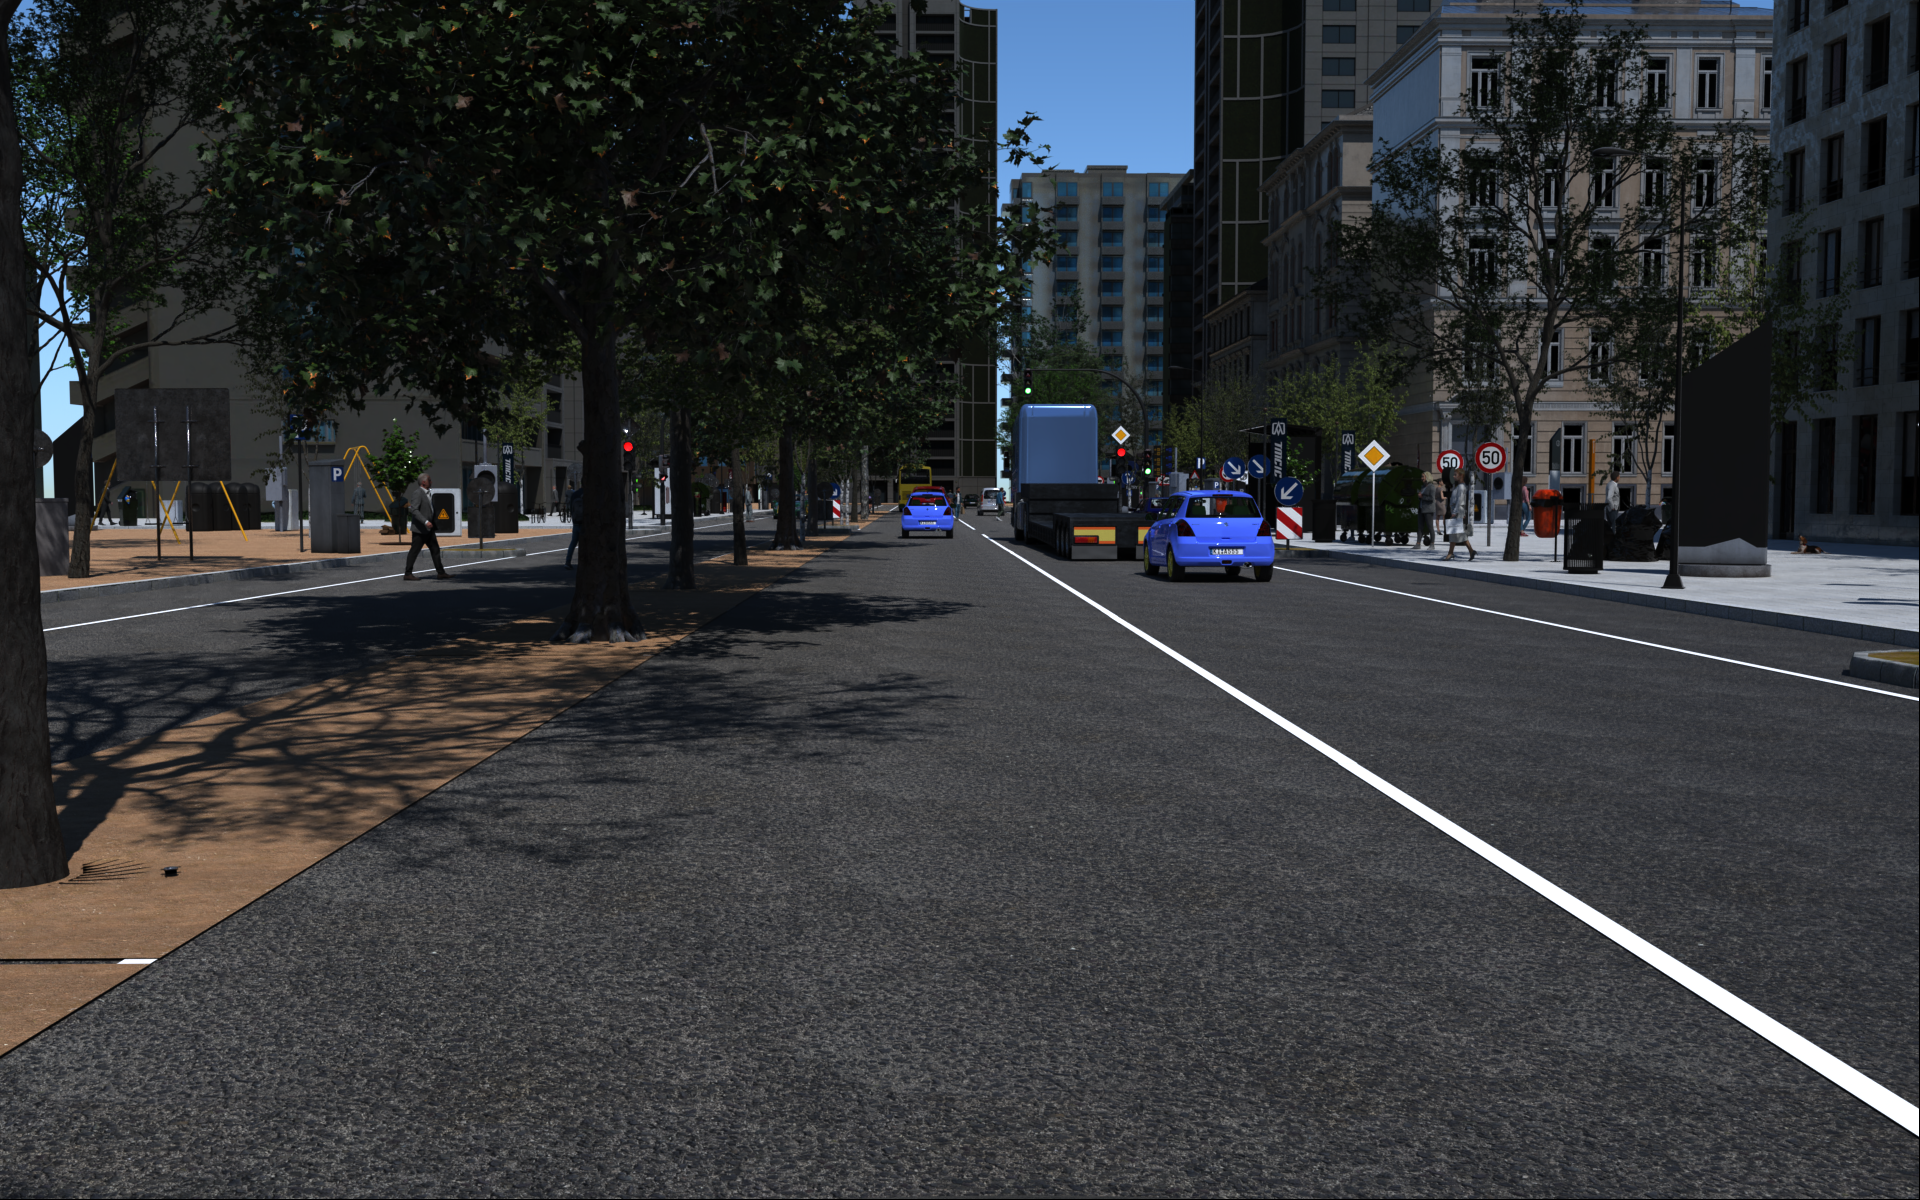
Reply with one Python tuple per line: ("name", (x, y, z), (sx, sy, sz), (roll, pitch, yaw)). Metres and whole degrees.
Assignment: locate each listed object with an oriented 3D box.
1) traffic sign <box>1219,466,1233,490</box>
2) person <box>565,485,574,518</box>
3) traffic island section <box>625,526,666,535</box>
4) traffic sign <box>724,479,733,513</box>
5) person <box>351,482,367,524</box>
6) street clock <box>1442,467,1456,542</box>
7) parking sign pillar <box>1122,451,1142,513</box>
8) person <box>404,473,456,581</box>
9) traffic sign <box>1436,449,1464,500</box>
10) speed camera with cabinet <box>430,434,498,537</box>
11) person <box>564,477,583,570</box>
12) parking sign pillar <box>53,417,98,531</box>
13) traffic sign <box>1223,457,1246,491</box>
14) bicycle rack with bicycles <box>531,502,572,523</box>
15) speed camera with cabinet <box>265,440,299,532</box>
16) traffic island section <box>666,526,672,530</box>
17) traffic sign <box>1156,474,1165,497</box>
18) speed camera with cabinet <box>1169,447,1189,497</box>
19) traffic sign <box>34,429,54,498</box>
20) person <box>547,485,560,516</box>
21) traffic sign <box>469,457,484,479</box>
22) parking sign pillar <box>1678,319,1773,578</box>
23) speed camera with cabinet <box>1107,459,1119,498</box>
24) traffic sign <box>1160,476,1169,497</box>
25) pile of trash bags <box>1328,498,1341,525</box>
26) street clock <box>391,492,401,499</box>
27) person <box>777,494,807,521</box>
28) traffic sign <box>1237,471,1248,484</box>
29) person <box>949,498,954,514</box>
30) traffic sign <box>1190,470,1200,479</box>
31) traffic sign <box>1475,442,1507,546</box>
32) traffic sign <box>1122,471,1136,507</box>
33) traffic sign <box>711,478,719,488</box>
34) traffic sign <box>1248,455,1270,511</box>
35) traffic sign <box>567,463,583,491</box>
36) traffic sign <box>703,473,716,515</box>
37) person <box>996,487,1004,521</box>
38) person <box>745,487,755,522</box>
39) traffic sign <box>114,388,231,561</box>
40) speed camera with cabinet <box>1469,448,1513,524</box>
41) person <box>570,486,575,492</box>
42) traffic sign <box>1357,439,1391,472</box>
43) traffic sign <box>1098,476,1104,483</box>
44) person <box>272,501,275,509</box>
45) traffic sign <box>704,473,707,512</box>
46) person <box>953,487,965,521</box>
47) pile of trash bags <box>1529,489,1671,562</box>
("traffic sign", (11.423, -4.507, 73.793), (0.768, 2.556, 0.104), (0, 4, 5))
("person", (-21.336, -5.400, 94.761), (0.576, 1.772, 0.534), (-2, 4, -26))
("traffic island section", (-11.943, -2.471, 62.679), (2.009, 0.180, 2.903), (0, 4, -1))
("traffic sign", (-15.413, -6.928, 115.396), (0.606, 2.300, 0.079), (0, 4, 6))
("person", (-26.150, -4.223, 75.271), (0.661, 1.801, 0.590), (-3, 5, -42))
("street clock", (13.087, -2.557, 46.377), (0.358, 2.002, 0.471), (3, 5, 39))
("parking sign pillar", (9.879, -6.843, 100.351), (1.447, 3.967, 1.447), (2, 4, 25))
("person", (-8.823, -1.214, 28.745), (0.834, 1.777, 0.661), (0, 4, -5))
("traffic sign", (13.984, -3.021, 49.507), (0.768, 2.556, 0.104), (0, 4, 7))
("speed camera with cabinet", (-14.998, -3.538, 52.182), (2.038, 3.252, 0.660), (-1, 4, -17))
("person", (-7.148, -1.464, 32.779), (0.623, 1.781, 0.721), (1, 4, 19))
("parking sign pillar", (-30.933, -4.401, 60.429), (1.447, 3.967, 1.447), (1, 4, 15))
("traffic sign", (9.398, -3.627, 59.400), (0.768, 2.556, 0.104), (0, 4, 5))
("bicycle rack with bicycles", (-17.914, -3.889, 76.967), (2.852, 0.926, 2.925), (-1, 4, -9))
("speed camera with cabinet", (-23.356, -3.994, 59.635), (0.660, 3.252, 2.038), (0, 4, -6))
("traffic island section", (-12.137, -2.959, 70.662), (2.009, 0.180, 2.903), (0, 4, -1))
("traffic sign", (12.595, -6.608, 108.139), (0.768, 2.556, 0.104), (0, 4, 4))
("speed camera with cabinet", (9.684, -4.814, 73.052), (0.660, 3.252, 2.038), (-2, 4, -32))
("traffic sign", (-18.050, -2.058, 33.755), (0.768, 2.556, 0.104), (0, 4, -1))
("person", (-23.455, -5.724, 100.020), (0.834, 1.777, 0.661), (-1, 4, -14))
("traffic sign", (-16.874, -3.735, 61.065), (0.884, 2.594, 0.081), (0, 4, 1))
("parking sign pillar", (11.969, -2.365, 27.136), (1.447, 3.967, 1.447), (2, 4, 29))
("speed camera with cabinet", (8.359, -6.272, 96.879), (0.660, 3.252, 2.038), (2, 4, 24))
("traffic sign", (12.321, -6.311, 103.181), (0.884, 2.594, 0.081), (0, 3, 0))
("pile of trash bags", (15.147, -3.850, 72.708), (1.912, 1.369, 3.447), (-3, 4, -37))
("street clock", (-19.434, -3.376, 59.761), (0.358, 2.002, 0.471), (3, 5, 44))
("person", (-8.785, -4.964, 89.874), (1.509, 1.804, 0.699), (2, 4, 27))
("traffic sign", (12.476, -4.538, 76.330), (0.606, 2.300, 0.079), (0, 4, 8))
("person", (-0.500, -4.481, 86.438), (0.373, 1.253, 0.362), (2, 4, 33))
("traffic sign", (12.616, -5.697, 93.156), (0.884, 2.594, 0.081), (0, 4, 6))
("traffic sign", (12.969, -2.588, 42.414), (0.768, 2.556, 0.104), (0, 4, 2))
("traffic sign", (9.195, -5.775, 94.526), (0.768, 2.556, 0.104), (0, 3, 0))
("traffic sign", (-18.968, -8.179, 133.838), (0.768, 2.556, 0.104), (0, 4, 5))
("traffic sign", (9.651, -3.412, 55.895), (0.768, 2.556, 0.104), (0, 4, 1))
("traffic sign", (-15.895, -4.374, 71.619), (0.768, 2.556, 0.104), (1, 4, 8))
("traffic sign", (-15.298, -6.461, 105.747), (0.768, 2.556, 0.104), (0, 4, -1))
("person", (2.125, -5.119, 92.535), (0.444, 1.785, 0.601), (-1, 4, -15))
("person", (-10.778, -4.881, 88.397), (0.391, 1.810, 0.635), (-2, 4, -29))
("traffic sign", (-15.150, -2.414, 33.347), (2.265, 3.308, 0.079), (0, 4, 4))
("speed camera with cabinet", (22.717, -4.881, 74.141), (0.660, 3.252, 2.038), (-2, 4, -29))
("person", (-25.155, -6.490, 112.333), (0.419, 1.800, 0.721), (2, 4, 28))
("traffic sign", (9.955, -2.561, 41.612), (0.795, 2.593, 0.064), (0, 4, 8))
("traffic sign", (9.674, -7.383, 120.825), (0.768, 2.556, 0.104), (0, 4, 4))
("person", (-26.472, -3.493, 67.429), (0.589, 1.601, 0.330), (-1, 4, -20))
("traffic sign", (-15.529, -6.478, 105.914), (0.884, 2.594, 0.081), (0, 4, 6))
("person", (-0.088, -5.170, 93.014), (0.794, 1.824, 0.713), (-1, 4, -15))
("pile of trash bags", (12.496, -1.446, 33.401), (3.447, 1.369, 1.912), (-1, 4, -20))
